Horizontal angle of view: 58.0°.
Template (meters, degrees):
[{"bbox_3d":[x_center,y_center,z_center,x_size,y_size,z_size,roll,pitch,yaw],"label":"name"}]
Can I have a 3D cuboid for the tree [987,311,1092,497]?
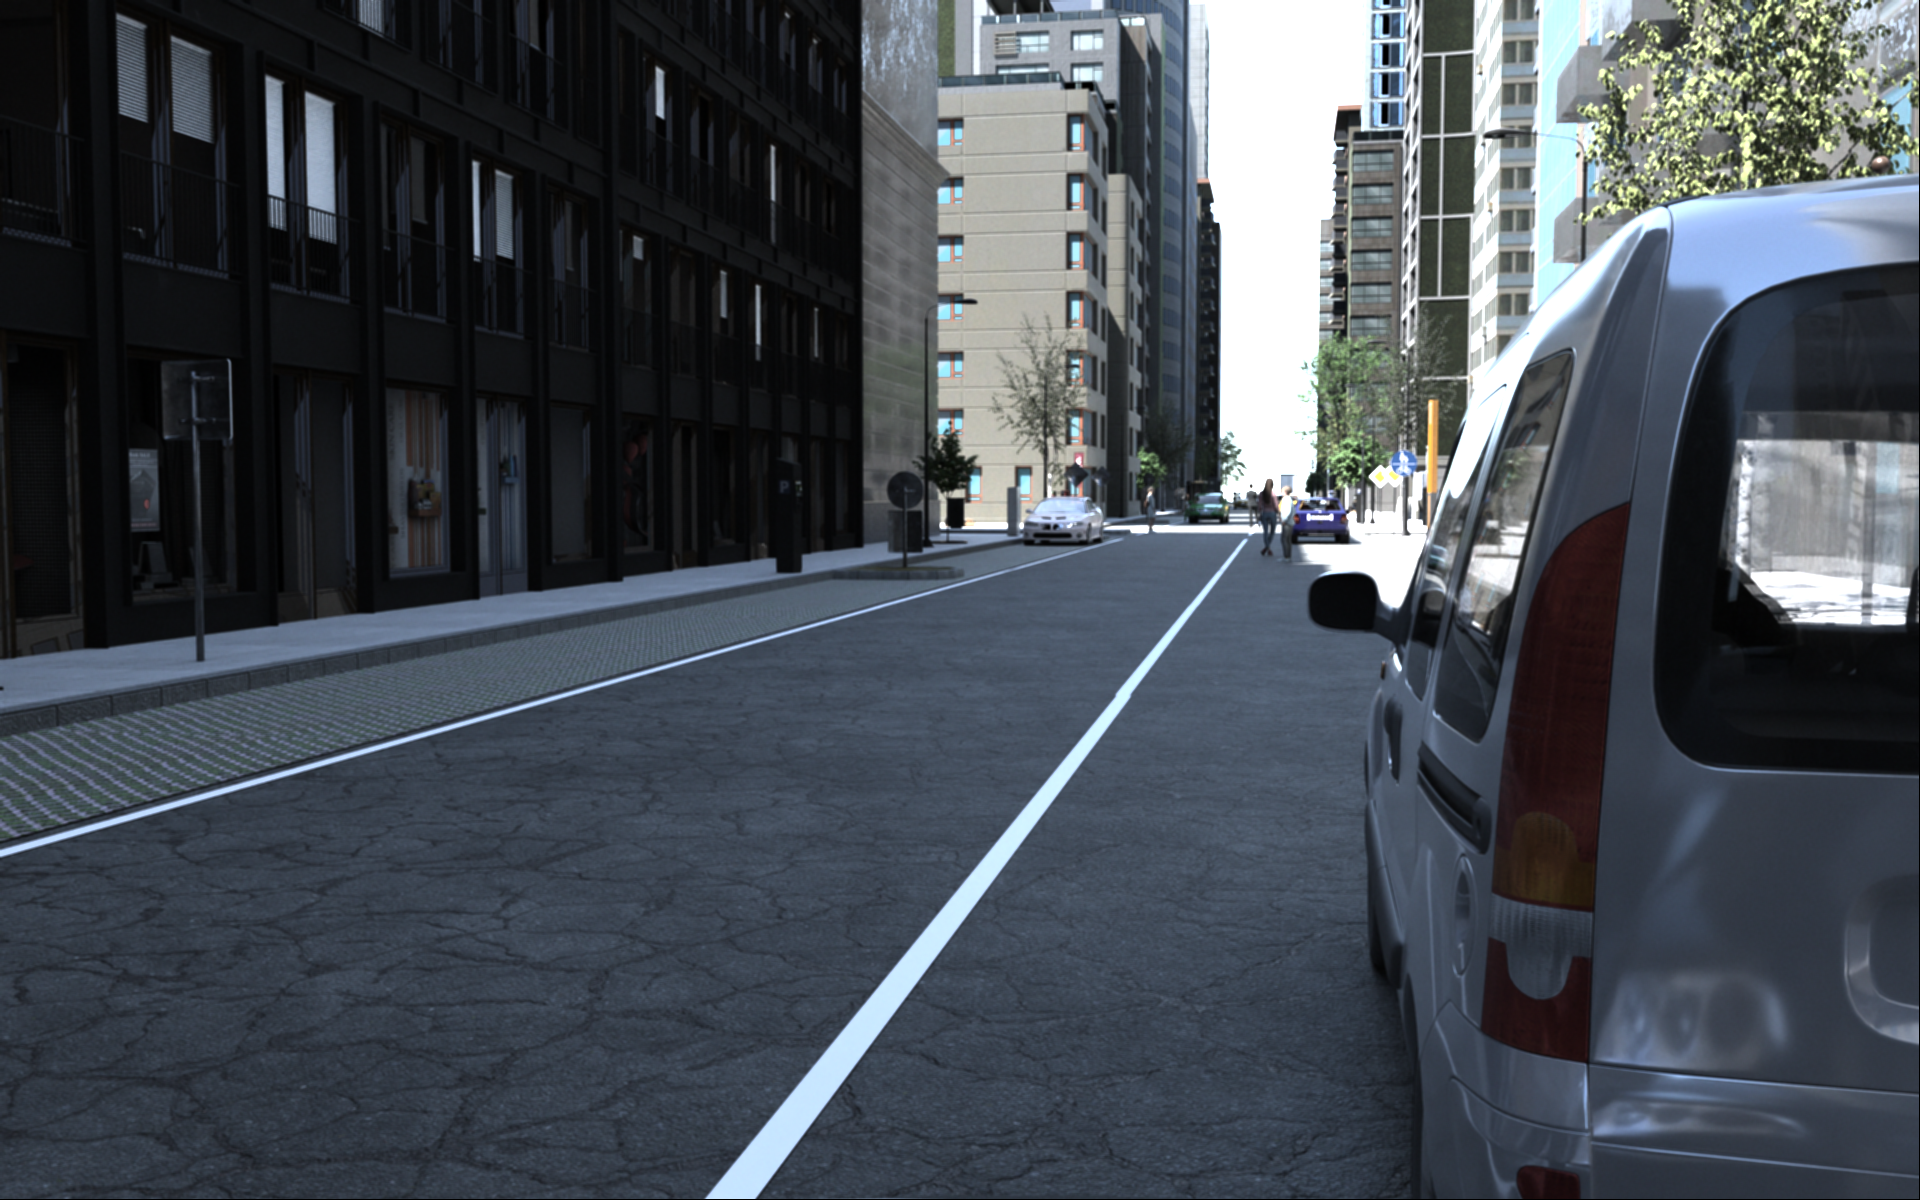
[{"bbox_3d":[3.407,-7.237,68.690,4.360,8.622,3.978,0,3,0],"label":"tree"}]

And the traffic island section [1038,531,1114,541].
[{"bbox_3d":[3.600,-1.956,54.263,2.009,0.180,2.903,1,4,10],"label":"traffic island section"}]

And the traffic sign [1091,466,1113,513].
[{"bbox_3d":[5.084,-3.572,62.048,0.795,2.450,0.064,1,4,10],"label":"traffic sign"}]

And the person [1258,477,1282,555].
[{"bbox_3d":[7.242,-1.955,40.473,0.555,1.821,0.388,1,4,16],"label":"person"}]

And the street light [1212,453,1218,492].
[{"bbox_3d":[28.934,-13.804,198.235,1.470,5.913,1.316,1,4,10],"label":"street light"}]

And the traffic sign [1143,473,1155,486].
[{"bbox_3d":[11.580,-6.492,106.257,0.768,2.556,0.104,1,4,19],"label":"traffic sign"}]

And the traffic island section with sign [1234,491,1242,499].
[{"bbox_3d":[38.353,-14.224,241.181,1.989,1.847,2.006,1,4,10],"label":"traffic island section with sign"}]

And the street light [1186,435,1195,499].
[{"bbox_3d":[17.649,-10.083,137.402,1.470,5.913,1.316,1,4,10],"label":"street light"}]

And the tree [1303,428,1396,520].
[{"bbox_3d":[19.848,-6.249,85.882,4.285,4.588,4.351,0,3,0],"label":"tree"}]

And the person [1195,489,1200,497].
[{"bbox_3d":[14.836,-6.023,107.538,0.480,1.755,0.524,1,4,18],"label":"person"}]

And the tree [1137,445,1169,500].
[{"bbox_3d":[12.232,-8.087,115.928,4.285,4.588,4.351,0,3,0],"label":"tree"}]

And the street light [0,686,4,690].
[{"bbox_3d":[-5.916,-2.354,11.034,1.470,5.913,1.316,1,4,10],"label":"street light"}]

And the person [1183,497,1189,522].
[{"bbox_3d":[11.862,-4.743,90.297,0.590,1.304,0.306,-1,4,-14],"label":"person"}]

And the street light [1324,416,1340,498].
[{"bbox_3d":[22.430,-8.004,103.409,1.470,5.913,1.316,1,4,10],"label":"street light"}]

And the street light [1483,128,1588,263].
[{"bbox_3d":[7.338,-3.028,22.054,1.470,5.913,1.316,1,4,10],"label":"street light"}]

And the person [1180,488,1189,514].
[{"bbox_3d":[15.345,-6.732,118.532,0.822,1.834,0.622,0,4,0],"label":"person"}]

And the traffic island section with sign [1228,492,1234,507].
[{"bbox_3d":[28.223,-10.889,186.666,1.989,1.847,2.006,1,4,10],"label":"traffic island section with sign"}]

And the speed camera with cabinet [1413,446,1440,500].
[{"bbox_3d":[19.727,-4.724,71.576,2.038,3.252,0.660,-2,4,-24],"label":"speed camera with cabinet"}]

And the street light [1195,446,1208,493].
[{"bbox_3d":[23.298,-11.964,168.156,1.470,5.913,1.316,1,4,10],"label":"street light"}]

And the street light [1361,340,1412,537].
[{"bbox_3d":[12.950,-4.877,52.281,1.470,5.913,1.316,1,4,10],"label":"street light"}]

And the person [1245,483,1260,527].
[{"bbox_3d":[12.723,-4.122,75.254,0.648,1.900,0.474,1,4,12],"label":"person"}]

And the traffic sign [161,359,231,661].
[{"bbox_3d":[-5.823,-0.678,13.217,0.606,2.300,0.079,1,4,15],"label":"traffic sign"}]

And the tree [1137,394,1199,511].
[{"bbox_3d":[15.700,-11.120,132.177,4.360,8.622,3.978,0,3,0],"label":"tree"}]

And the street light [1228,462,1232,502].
[{"bbox_3d":[38.346,-16.921,249.204,1.470,5.913,1.316,1,4,10],"label":"street light"}]

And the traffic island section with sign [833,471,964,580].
[{"bbox_3d":[-0.991,-1.284,29.620,1.989,1.847,2.006,1,4,10],"label":"traffic island section with sign"}]

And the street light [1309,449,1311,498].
[{"bbox_3d":[30.822,-10.738,148.106,1.470,5.913,1.316,1,4,10],"label":"street light"}]

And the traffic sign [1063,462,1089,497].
[{"bbox_3d":[3.625,-3.092,54.197,0.795,2.450,0.064,1,4,10],"label":"traffic sign"}]

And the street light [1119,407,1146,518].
[{"bbox_3d":[9.163,-7.317,92.182,1.470,5.913,1.316,1,4,10],"label":"street light"}]

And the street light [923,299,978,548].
[{"bbox_3d":[-0.275,-4.215,41.462,1.470,5.913,1.316,1,4,10],"label":"street light"}]

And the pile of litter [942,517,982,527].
[{"bbox_3d":[0.093,-3.294,67.821,1.719,0.858,1.176,-1,4,-12],"label":"pile of litter"}]

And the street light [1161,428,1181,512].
[{"bbox_3d":[14.858,-9.153,122.199,1.470,5.913,1.316,1,4,10],"label":"street light"}]

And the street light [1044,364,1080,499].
[{"bbox_3d":[3.600,-5.480,62.140,1.470,5.913,1.316,1,4,10],"label":"street light"}]

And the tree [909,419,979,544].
[{"bbox_3d":[-0.213,-3.083,45.005,1.663,3.219,1.824,0,3,0],"label":"tree"}]

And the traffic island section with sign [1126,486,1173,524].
[{"bbox_3d":[9.134,-4.612,84.039,1.989,1.847,2.006,1,4,10],"label":"traffic island section with sign"}]

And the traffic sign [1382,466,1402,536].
[{"bbox_3d":[13.153,-2.983,52.412,0.795,2.450,0.064,1,4,10],"label":"traffic sign"}]

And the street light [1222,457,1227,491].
[{"bbox_3d":[32.797,-15.084,219.160,1.470,5.913,1.316,1,4,10],"label":"street light"}]

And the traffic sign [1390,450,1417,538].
[{"bbox_3d":[12.858,-3.066,50.228,0.768,2.556,0.104,1,4,17],"label":"traffic sign"}]

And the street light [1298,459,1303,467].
[{"bbox_3d":[45.837,-15.701,229.258,1.470,5.913,1.316,1,4,10],"label":"street light"}]

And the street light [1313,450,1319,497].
[{"bbox_3d":[28.119,-9.840,133.427,1.470,5.913,1.316,1,4,10],"label":"street light"}]

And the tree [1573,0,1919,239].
[{"bbox_3d":[8.165,-4.125,17.805,4.737,8.622,4.395,0,3,0],"label":"tree"}]

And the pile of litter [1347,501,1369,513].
[{"bbox_3d":[27.294,-6.430,119.103,1.719,0.858,1.176,1,4,17],"label":"pile of litter"}]

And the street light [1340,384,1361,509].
[{"bbox_3d":[16.954,-6.166,73.352,1.470,5.913,1.316,1,4,10],"label":"street light"}]

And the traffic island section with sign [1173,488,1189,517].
[{"bbox_3d":[14.103,-6.247,110.770,1.989,1.847,2.006,1,4,10],"label":"traffic island section with sign"}]

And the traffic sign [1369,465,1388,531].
[{"bbox_3d":[14.612,-3.463,60.263,0.795,2.450,0.064,1,4,10],"label":"traffic sign"}]

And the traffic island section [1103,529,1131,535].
[{"bbox_3d":[5.060,-2.436,62.115,2.009,0.180,2.903,1,4,10],"label":"traffic island section"}]

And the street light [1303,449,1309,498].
[{"bbox_3d":[36.517,-12.637,179.148,1.470,5.913,1.316,1,4,10],"label":"street light"}]

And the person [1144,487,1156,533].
[{"bbox_3d":[7.092,-3.350,64.282,0.522,1.701,0.512,-1,4,-10],"label":"person"}]

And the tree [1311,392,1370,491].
[{"bbox_3d":[27.208,-10.635,124.238,4.737,8.622,4.395,0,3,0],"label":"tree"}]

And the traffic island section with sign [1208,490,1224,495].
[{"bbox_3d":[23.245,-9.252,159.898,1.989,1.847,2.006,1,4,10],"label":"traffic island section with sign"}]

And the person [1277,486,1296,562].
[{"bbox_3d":[6.928,-1.614,36.692,0.330,1.601,0.589,2,4,34],"label":"person"}]
